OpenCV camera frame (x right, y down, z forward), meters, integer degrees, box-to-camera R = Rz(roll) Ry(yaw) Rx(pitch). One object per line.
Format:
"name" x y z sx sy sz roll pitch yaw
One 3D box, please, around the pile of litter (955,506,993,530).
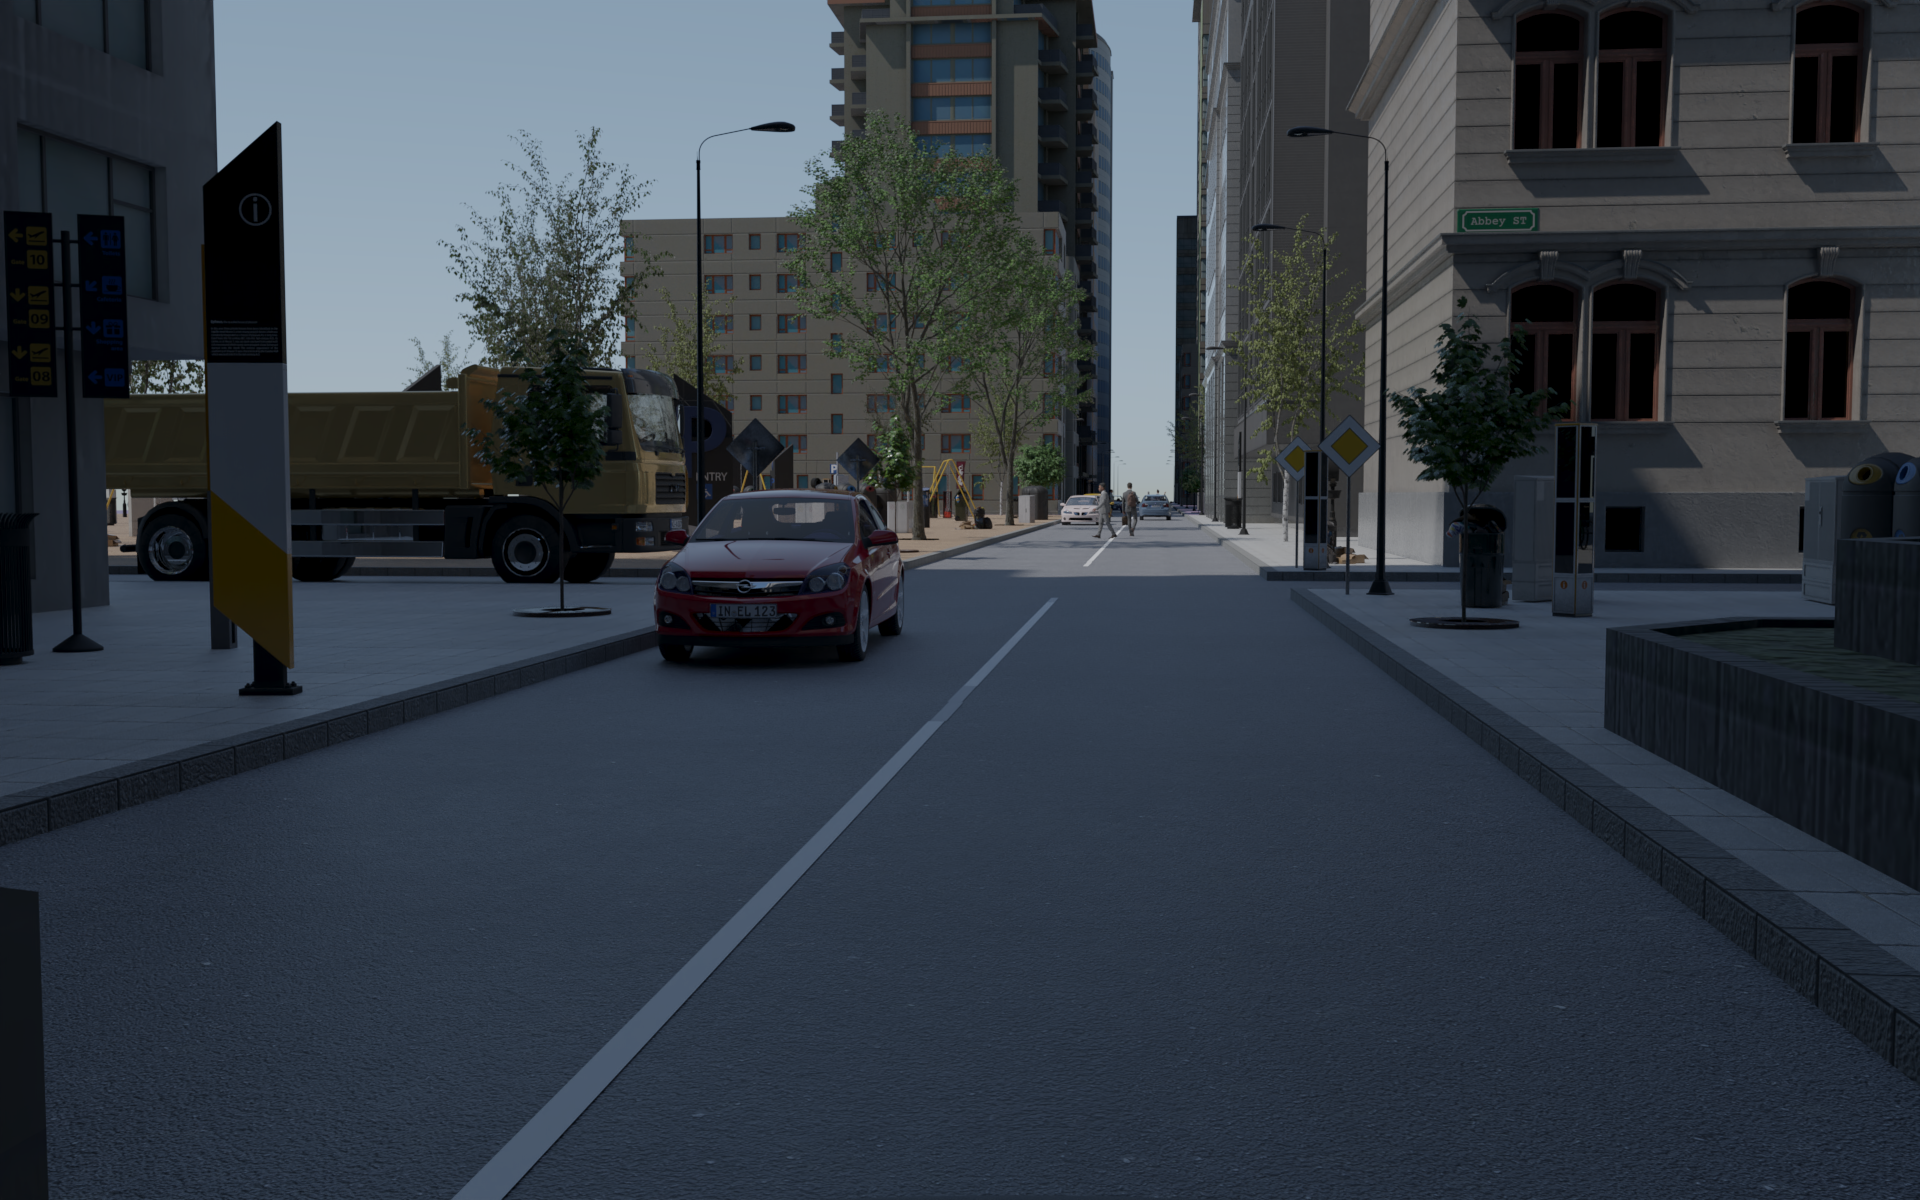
"pile of litter" 0.493 -3.016 63.284 1.719 0.858 1.176 -2 4 -33

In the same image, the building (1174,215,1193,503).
"building" 38.739 -34.943 254.916 14.154 41.232 14.086 0 4 6

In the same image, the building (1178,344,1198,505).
"building" 40.935 -22.465 212.340 27.650 21.520 28.899 0 4 6

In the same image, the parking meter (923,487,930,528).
"parking meter" -1.328 -3.504 65.709 0.372 1.533 0.369 0 3 0

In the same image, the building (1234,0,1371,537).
"building" 17.588 -16.414 61.871 14.314 27.812 24.014 0 4 6

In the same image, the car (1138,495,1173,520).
"car" 10.793 -5.125 95.791 2.014 1.417 4.499 0 4 6

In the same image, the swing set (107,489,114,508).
"swing set" -26.756 -3.686 57.893 2.862 2.851 3.119 1 4 14

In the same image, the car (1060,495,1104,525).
"car" 5.769 -4.203 81.088 2.083 1.381 4.827 0 4 7

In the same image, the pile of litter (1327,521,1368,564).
"pile of litter" 7.073 -1.126 32.369 1.176 0.858 1.719 2 4 32

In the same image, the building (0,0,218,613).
"building" -16.100 -20.345 16.239 14.086 41.232 14.154 0 4 6

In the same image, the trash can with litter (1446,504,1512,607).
"trash can with litter" 5.971 -0.517 19.841 0.624 1.170 1.055 2 4 26

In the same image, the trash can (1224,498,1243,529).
"trash can" 10.051 -3.182 63.672 0.748 1.137 0.748 0 3 0

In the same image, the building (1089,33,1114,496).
"building" 8.227 -41.324 217.639 21.231 58.520 28.212 0 4 6

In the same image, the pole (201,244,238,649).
"pole" -6.109 -1.250 14.284 0.158 3.312 0.155 0 3 0

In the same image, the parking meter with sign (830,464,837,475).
"parking meter with sign" -6.959 -6.426 101.326 0.543 3.016 1.738 1 4 23

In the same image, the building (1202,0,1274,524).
"building" 18.491 -19.036 88.738 11.434 29.767 29.804 0 4 6

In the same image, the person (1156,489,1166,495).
"person" 12.421 -5.991 107.251 0.742 1.727 0.445 1 4 17

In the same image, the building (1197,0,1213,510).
"building" 26.991 -28.202 144.695 14.154 41.232 14.086 0 4 6

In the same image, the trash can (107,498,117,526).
"trash can" -34.661 -3.595 70.435 0.748 1.137 0.748 0 3 0

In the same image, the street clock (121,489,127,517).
"street clock" -46.185 -5.575 95.720 0.471 2.002 0.358 -3 5 -41

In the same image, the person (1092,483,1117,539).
"person" 4.655 -2.875 55.783 0.850 1.792 0.678 1 4 11

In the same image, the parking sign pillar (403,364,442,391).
"parking sign pillar" -11.295 -2.883 35.607 1.447 3.967 1.447 2 4 35

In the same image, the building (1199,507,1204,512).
"building" 28.190 -42.078 126.222 20.563 71.187 20.611 0 4 6

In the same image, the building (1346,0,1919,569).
"building" 20.204 -15.107 34.394 23.554 28.519 14.401 0 4 6

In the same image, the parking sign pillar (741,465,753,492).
"parking sign pillar" -11.951 -6.312 91.668 1.447 3.967 1.447 -1 4 -20

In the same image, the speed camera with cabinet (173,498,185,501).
"speed camera with cabinet" -29.863 -4.463 67.302 2.038 3.252 0.660 1 4 21

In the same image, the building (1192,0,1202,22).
"building" 36.558 -35.163 164.152 28.713 52.752 27.495 0 4 6

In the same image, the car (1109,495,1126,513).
"car" 11.798 -7.374 133.142 1.945 1.354 3.894 0 4 8

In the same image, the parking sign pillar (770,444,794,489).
"parking sign pillar" -9.509 -6.357 92.410 1.447 3.967 1.447 3 5 44

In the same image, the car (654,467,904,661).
"car" -1.591 -0.441 16.247 2.155 1.783 4.494 0 4 5

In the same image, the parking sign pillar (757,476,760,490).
"parking sign pillar" -12.068 -6.723 98.395 1.447 3.967 1.447 -1 4 -17

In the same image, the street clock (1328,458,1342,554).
"street clock" 7.373 -1.817 34.284 0.358 2.002 0.471 1 4 10

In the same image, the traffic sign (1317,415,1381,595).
"traffic sign" 4.939 -1.125 22.033 0.795 2.450 0.064 0 4 6

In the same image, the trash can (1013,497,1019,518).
"trash can" 2.856 -4.917 92.049 0.748 1.137 0.748 0 3 0

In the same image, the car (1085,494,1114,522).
"car" 6.996 -4.879 89.994 2.015 1.641 3.980 0 4 5

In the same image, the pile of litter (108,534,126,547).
"pile of litter" -21.082 -1.737 42.361 1.176 0.858 1.719 1 4 20

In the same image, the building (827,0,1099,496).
"building" 0.661 -30.332 150.547 22.147 44.769 28.867 0 4 6

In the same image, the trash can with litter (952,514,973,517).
"trash can with litter" 0.010 -5.293 97.598 1.678 1.210 2.233 2 4 32

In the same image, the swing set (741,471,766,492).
"swing set" -13.940 -6.615 105.783 3.119 2.851 2.862 -2 4 -31

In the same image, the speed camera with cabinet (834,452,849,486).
"speed camera with cabinet" -5.373 -5.319 81.298 0.660 3.252 2.038 -1 4 -19

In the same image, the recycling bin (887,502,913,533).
"recycling bin" -1.947 -2.711 56.874 0.722 1.027 0.722 1 4 14

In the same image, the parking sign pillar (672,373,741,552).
"parking sign pillar" -5.710 -3.064 38.572 1.447 3.967 1.447 -1 4 -11

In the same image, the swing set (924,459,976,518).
"swing set" -0.523 -4.961 78.725 2.862 2.851 3.119 0 4 -5

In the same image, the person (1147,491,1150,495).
"person" 20.795 -11.071 190.237 0.721 1.736 1.217 2 4 23

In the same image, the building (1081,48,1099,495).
"building" 6.014 -31.906 171.777 14.600 45.320 14.200 0 4 6

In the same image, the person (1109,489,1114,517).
"person" 9.580 -6.071 108.556 0.721 1.735 1.217 0 4 6

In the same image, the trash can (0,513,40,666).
"trash can" -7.336 -0.085 13.046 0.748 1.137 0.748 0 3 0

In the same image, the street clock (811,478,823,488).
"street clock" -6.435 -4.454 77.390 0.358 2.002 0.471 3 4 38

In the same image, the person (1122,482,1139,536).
"person" 5.800 -3.091 58.999 0.622 1.834 0.822 1 4 20

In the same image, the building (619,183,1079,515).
"building" -6.080 -16.952 122.208 27.650 21.520 28.899 0 4 6

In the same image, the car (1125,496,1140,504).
"car" 24.294 -14.173 244.090 2.083 1.381 4.827 0 4 8
